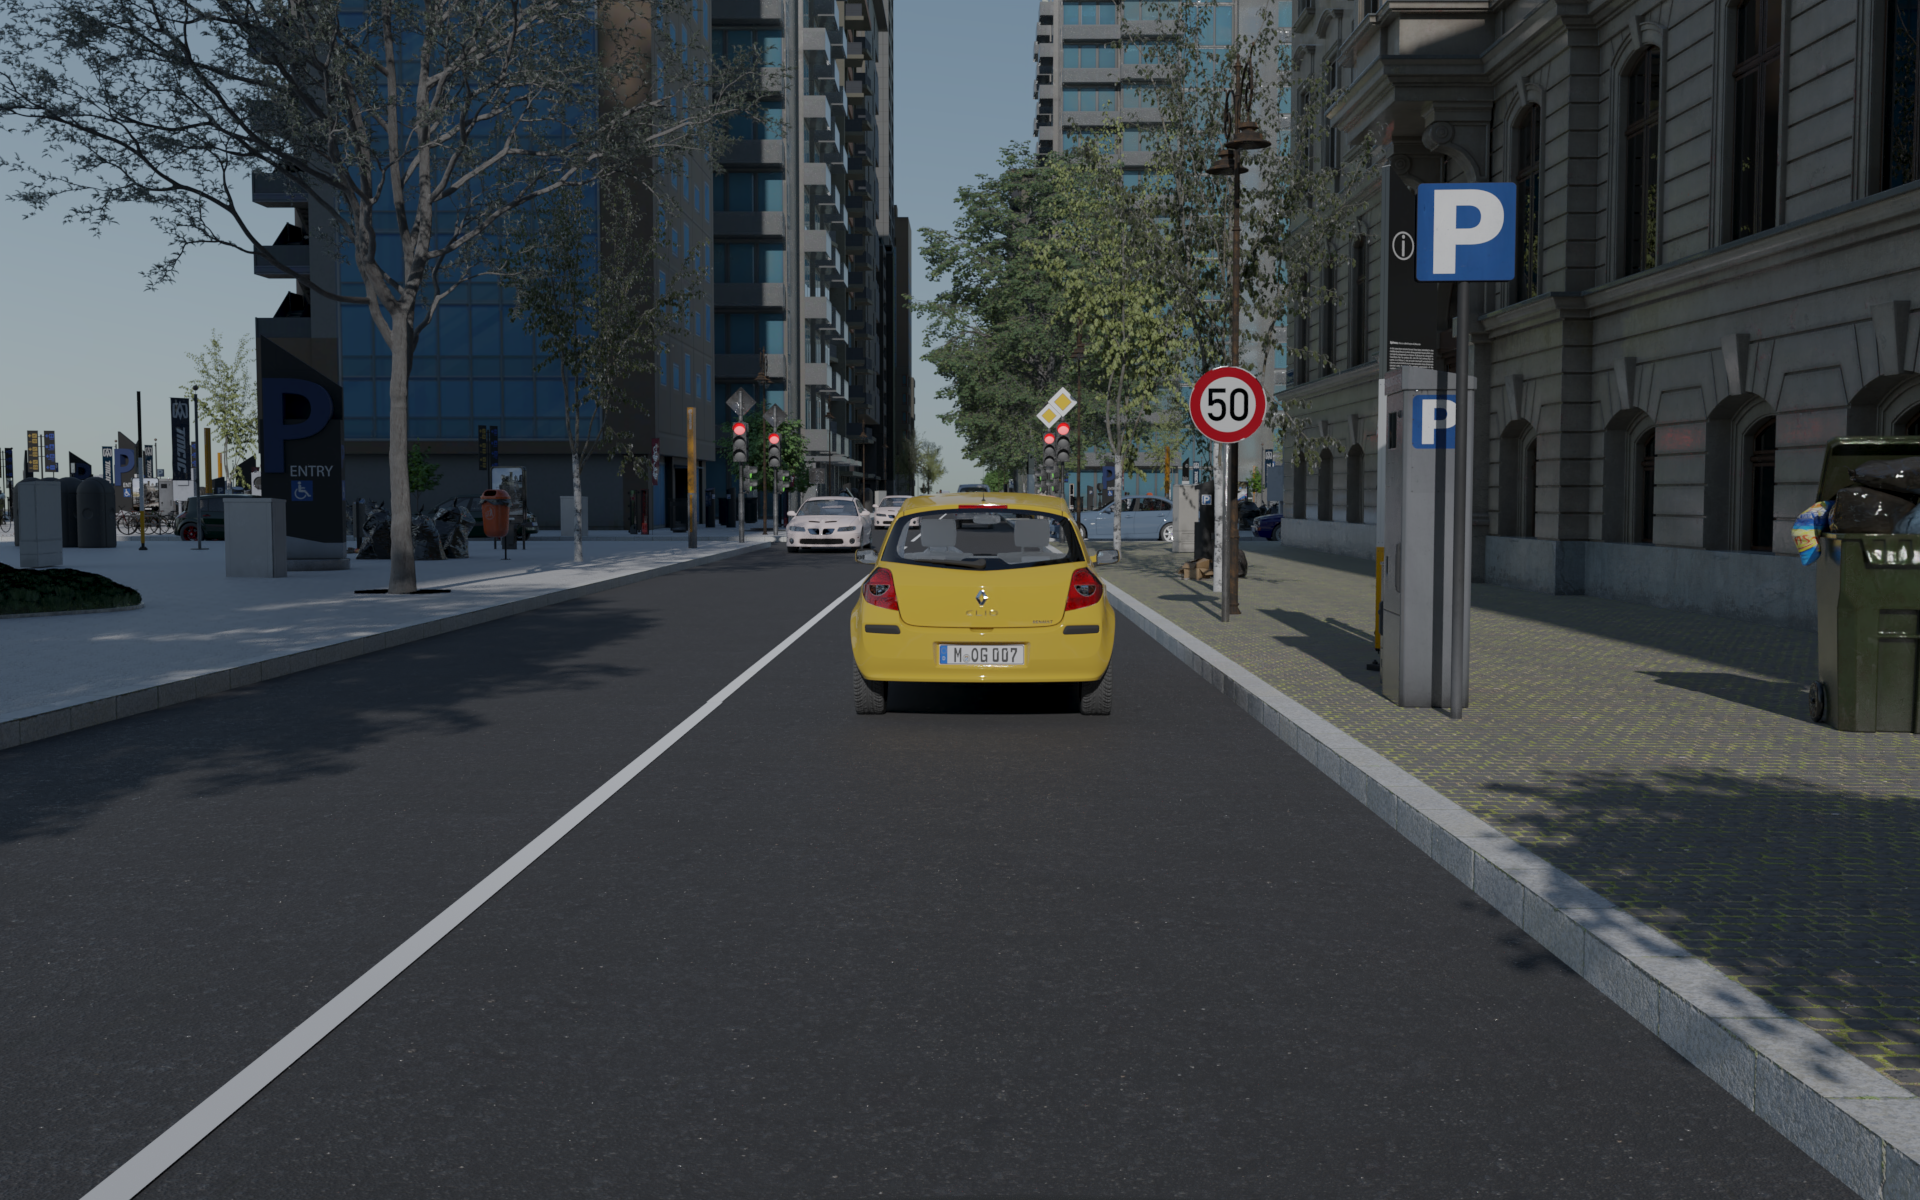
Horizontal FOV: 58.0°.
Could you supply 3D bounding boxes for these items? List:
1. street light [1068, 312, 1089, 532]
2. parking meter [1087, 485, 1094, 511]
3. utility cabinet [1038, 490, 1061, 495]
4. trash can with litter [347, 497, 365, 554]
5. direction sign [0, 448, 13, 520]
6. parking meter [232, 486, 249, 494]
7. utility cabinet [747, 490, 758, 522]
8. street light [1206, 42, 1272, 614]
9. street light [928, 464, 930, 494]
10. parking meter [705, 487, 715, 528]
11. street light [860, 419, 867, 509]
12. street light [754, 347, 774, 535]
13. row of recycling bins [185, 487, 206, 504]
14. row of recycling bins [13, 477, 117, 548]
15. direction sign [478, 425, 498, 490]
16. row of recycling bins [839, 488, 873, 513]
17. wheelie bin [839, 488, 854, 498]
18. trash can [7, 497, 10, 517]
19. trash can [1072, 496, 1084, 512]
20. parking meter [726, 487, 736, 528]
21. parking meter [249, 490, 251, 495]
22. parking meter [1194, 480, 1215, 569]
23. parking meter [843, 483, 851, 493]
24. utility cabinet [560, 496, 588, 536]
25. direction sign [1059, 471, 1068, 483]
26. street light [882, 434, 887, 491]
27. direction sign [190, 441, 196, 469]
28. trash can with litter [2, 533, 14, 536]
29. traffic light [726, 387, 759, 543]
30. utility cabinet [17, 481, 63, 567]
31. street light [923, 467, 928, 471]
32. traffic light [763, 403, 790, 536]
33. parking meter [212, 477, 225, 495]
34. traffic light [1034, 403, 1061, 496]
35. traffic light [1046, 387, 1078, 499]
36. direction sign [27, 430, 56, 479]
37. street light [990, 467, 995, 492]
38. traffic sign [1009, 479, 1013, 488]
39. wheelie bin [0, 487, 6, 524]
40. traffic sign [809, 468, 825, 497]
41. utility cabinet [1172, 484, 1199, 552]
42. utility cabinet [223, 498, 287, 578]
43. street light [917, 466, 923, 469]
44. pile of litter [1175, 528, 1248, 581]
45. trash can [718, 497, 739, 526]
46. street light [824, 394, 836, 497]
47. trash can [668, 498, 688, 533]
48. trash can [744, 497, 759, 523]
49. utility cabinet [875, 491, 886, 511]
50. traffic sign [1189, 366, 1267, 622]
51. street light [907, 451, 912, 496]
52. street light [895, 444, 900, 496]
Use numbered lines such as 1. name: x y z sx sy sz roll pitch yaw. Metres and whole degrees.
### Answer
1. street light: 3.036 -4.368 44.208 0.468 5.910 1.993 0 4 0
2. parking meter: 8.751 -6.767 116.351 0.399 1.863 0.255 -1 4 -19
3. utility cabinet: 4.536 -4.848 87.946 1.173 1.500 0.318 2 4 28
4. trash can with litter: -13.041 -1.650 38.042 1.678 1.210 2.233 -1 4 -13
5. direction sign: -46.601 -5.652 84.410 0.379 3.537 0.876 3 4 37
6. parking meter: -23.738 -2.970 56.979 0.372 1.533 0.369 0 3 0
7. utility cabinet: -9.295 -4.217 77.621 0.318 1.500 1.173 0 4 2
8. street light: 2.920 -2.787 18.354 0.468 5.910 1.993 0 4 0
9. street light: -4.828 -17.887 265.241 0.468 5.910 1.993 0 4 0
10. parking meter: -9.550 -3.535 66.213 0.372 1.533 0.369 0 3 0
11. street light: -5.934 -8.199 106.835 0.468 5.910 1.993 0 4 0
12. street light: -6.147 -4.994 54.436 0.468 5.910 1.993 0 4 0
13. row of recycling bins: -42.187 -5.408 95.533 1.069 1.692 3.534 -3 4 -37
14. row of recycling bins: -21.746 -2.133 41.989 3.534 1.692 1.069 2 4 33
15. direction sign: -15.569 -3.990 57.227 0.379 3.537 0.876 2 4 28
16. row of recycling bins: -7.596 -6.745 117.398 3.534 1.692 1.069 1 4 13
17. wheelie bin: -5.736 -4.868 87.493 0.693 1.594 0.980 0 4 2
18. trash can: -53.068 -5.227 97.120 0.748 1.137 0.748 0 3 0
19. trash can: 7.062 -5.615 103.453 0.748 1.137 0.748 0 3 0
20. parking meter: -8.752 -3.531 66.147 0.372 1.533 0.369 0 3 0
21. parking meter: -39.001 -5.288 94.867 0.372 1.533 0.369 0 3 0
22. parking meter: 4.079 -1.245 28.772 0.372 1.533 0.369 0 3 0
23. parking meter: -5.951 -5.221 91.070 0.399 1.863 0.255 1 4 22
24. utility cabinet: -11.789 -2.556 52.950 1.020 1.237 0.306 3 5 41
25. direction sign: 7.005 -7.716 118.154 0.876 3.537 0.379 2 4 35
26. street light: -5.631 -9.639 130.380 0.468 5.910 1.993 0 4 0
27. direction sign: -33.106 -5.050 74.560 0.876 3.537 0.379 2 4 32
28. trash can with litter: -28.617 -2.635 54.136 2.233 1.210 1.678 -1 4 -21
29. traffic light: -5.736 -3.462 45.528 0.839 4.253 0.868 0 4 0
30. utility cabinet: -16.122 -1.325 30.350 0.318 1.500 1.173 -1 4 -9
31. street light: -4.998 -16.306 239.387 0.468 5.910 1.993 0 4 0
32. traffic light: -5.687 -3.951 53.513 0.839 4.253 0.868 0 4 0
33. parking meter: -24.763 -3.188 57.831 0.255 1.863 0.399 3 5 42
34. traffic light: 2.724 -3.948 53.478 0.839 4.253 0.868 0 4 0
35. traffic light: 2.675 -3.460 45.493 0.839 4.253 0.868 0 4 0
36. direction sign: -32.670 -4.261 61.663 0.876 3.537 0.379 -1 4 -21
37. street light: 4.261 -16.049 235.181 0.468 5.910 1.993 0 4 0
38. traffic sign: 3.625 -7.075 117.803 0.606 2.300 0.079 0 4 1
39. wheelie bin: -40.146 -3.920 71.992 0.693 1.594 0.980 2 4 32
40. traffic sign: -5.636 -4.044 68.249 0.606 2.300 0.079 0 4 4
41. utility cabinet: 5.254 -1.789 37.933 1.173 1.500 0.318 -1 4 -21
42. utility cabinet: -10.895 -0.956 26.795 1.020 1.237 0.306 2 4 25
43. street light: -5.176 -14.725 213.533 0.468 5.910 1.993 0 4 0
44. pile of litter: 3.799 -0.764 26.459 1.176 0.858 1.719 3 5 39
45. trash can: -9.534 -3.605 70.591 0.748 1.137 0.748 0 3 0
46. street light: -6.034 -6.575 80.290 0.468 5.910 1.993 0 4 0
47. trash can: -9.327 -2.809 57.580 0.748 1.137 0.748 0 3 0
48. trash can: -9.194 -3.931 75.931 0.748 1.137 0.748 0 3 0
49. utility cabinet: -5.523 -6.832 120.382 0.318 1.500 1.173 2 4 24
50. traffic sign: 2.663 -1.052 17.301 0.768 2.556 0.104 0 4 3
51. street light: -5.331 -12.801 182.088 0.468 5.910 1.993 0 4 0
52. street light: -5.591 -11.220 156.235 0.468 5.910 1.993 0 4 0
